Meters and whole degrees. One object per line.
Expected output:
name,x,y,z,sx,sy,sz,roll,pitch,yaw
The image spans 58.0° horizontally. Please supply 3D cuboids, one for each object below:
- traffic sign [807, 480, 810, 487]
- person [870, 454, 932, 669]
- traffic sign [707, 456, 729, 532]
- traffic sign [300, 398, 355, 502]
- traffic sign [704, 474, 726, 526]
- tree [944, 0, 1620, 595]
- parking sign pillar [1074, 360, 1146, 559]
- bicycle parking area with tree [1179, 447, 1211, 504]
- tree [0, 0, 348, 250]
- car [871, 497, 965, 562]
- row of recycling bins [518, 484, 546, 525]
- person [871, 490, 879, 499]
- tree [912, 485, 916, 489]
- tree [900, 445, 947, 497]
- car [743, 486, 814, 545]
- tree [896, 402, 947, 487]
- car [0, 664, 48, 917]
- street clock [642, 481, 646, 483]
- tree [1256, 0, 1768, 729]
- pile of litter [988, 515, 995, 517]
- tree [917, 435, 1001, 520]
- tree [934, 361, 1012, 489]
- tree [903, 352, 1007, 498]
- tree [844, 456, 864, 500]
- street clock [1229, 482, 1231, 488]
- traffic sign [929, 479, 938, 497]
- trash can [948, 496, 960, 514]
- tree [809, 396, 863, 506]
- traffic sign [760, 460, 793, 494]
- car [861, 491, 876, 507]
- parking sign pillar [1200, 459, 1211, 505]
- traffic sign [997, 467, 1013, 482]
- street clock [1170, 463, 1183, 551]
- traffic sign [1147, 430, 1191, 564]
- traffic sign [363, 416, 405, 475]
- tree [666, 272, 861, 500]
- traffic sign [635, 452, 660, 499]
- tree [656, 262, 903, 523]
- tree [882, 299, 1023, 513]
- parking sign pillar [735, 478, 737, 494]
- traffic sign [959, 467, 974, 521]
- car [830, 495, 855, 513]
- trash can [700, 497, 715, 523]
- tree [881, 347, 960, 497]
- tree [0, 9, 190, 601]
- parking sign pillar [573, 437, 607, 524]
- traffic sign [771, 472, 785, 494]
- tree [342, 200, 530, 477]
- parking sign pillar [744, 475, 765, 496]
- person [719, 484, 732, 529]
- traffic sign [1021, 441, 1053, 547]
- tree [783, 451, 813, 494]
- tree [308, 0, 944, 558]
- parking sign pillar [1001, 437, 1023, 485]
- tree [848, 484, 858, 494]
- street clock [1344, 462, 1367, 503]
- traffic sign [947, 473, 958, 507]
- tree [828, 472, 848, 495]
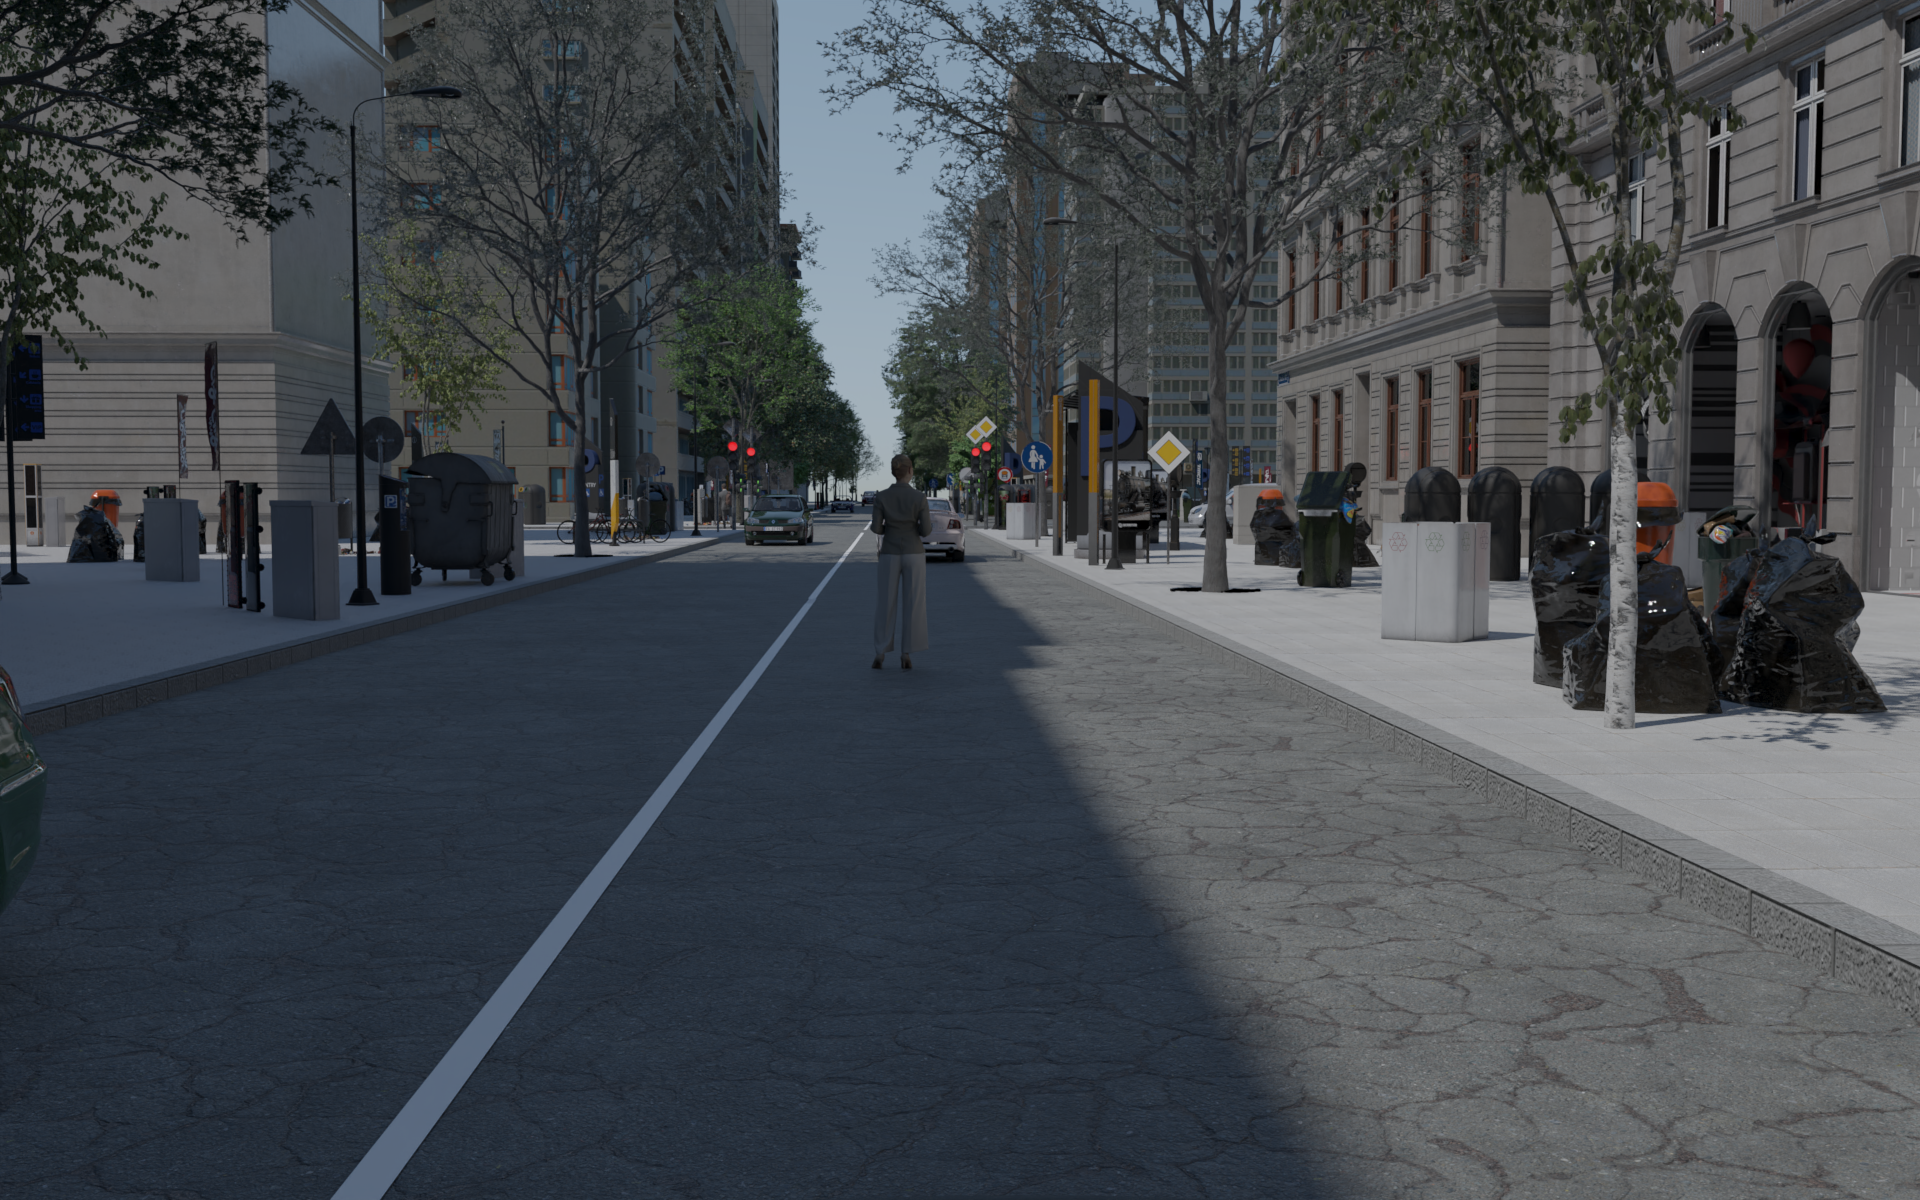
traffic sign,-12.353,-8.474,138.657,0.768,2.556,0.104,0,4,-1
person,-0.473,-0.316,14.222,0.519,1.759,0.362,0,4,6
traffic sign,-8.149,-3.556,58.252,0.768,2.556,0.104,0,4,7
traffic sign,-8.514,-1.437,23.494,0.884,2.594,0.081,0,4,4
traffic sign,-9.813,-4.249,69.470,0.884,2.594,0.081,0,4,3
tree,3.384,-6.838,22.166,12.009,13.543,11.850,0,3,0
parking sign pillar,2.999,-2.818,34.543,1.447,3.967,1.447,0,4,7
bicycle parking area with tree,12.578,-7.324,106.749,8.231,4.147,9.016,2,4,25
tree,-7.914,-4.747,12.023,7.601,10.594,8.767,0,4,-3
car,-0.900,-1.572,38.060,2.083,1.381,4.827,0,4,-3
row of recycling bins,-18.078,-4.048,73.297,1.069,1.692,3.534,-1,4,-19
person,-8.493,-10.373,177.726,1.348,1.869,0.705,-3,4,-36
tree,-2.521,-12.299,184.794,4.285,4.588,4.351,0,3,0
tree,-3.903,-19.170,230.429,9.611,12.733,9.660,0,3,0
car,-5.150,-2.430,49.519,2.009,1.686,4.222,0,4,-1
tree,-2.819,-15.633,173.725,7.486,12.596,7.792,0,3,0
car,-3.437,0.542,2.942,2.131,1.459,4.920,0,4,-2
street clock,-16.845,-5.414,93.091,0.471,2.002,0.358,2,4,32
tree,3.386,-3.602,9.249,4.360,8.622,3.978,0,3,0
pile of litter,1.813,-5.172,98.522,1.176,0.858,1.719,-2,4,-24
tree,0.864,-6.313,86.938,4.285,4.588,4.351,0,3,0
tree,0.915,-8.912,96.076,4.737,8.622,4.395,0,3,0
tree,-0.158,-12.173,124.782,9.928,11.665,9.643,0,3,0
tree,-18.001,-20.568,286.656,4.360,8.622,3.978,0,3,0
street clock,14.846,-5.635,96.694,0.471,2.002,0.358,-1,4,-8
traffic sign,-2.220,-8.887,145.402,0.768,2.556,0.104,0,4,-1
trash can,-0.398,-5.939,108.753,0.748,1.137,0.748,0,3,0
tree,-14.091,-16.510,188.062,7.486,12.596,7.792,0,3,0
traffic sign,-10.805,-6.526,100.574,2.265,3.308,0.079,0,4,3
car,-10.198,-11.559,197.654,2.281,1.827,5.304,0,4,-2
parking sign pillar,18.943,-8.810,132.511,1.447,3.967,1.447,-2,4,-32
traffic sign,2.075,-4.924,80.610,0.768,2.556,0.104,0,4,1
street clock,4.862,-2.116,39.163,0.358,2.002,0.471,2,4,24
traffic sign,3.792,-1.855,31.511,0.795,2.450,0.064,0,4,5
traffic sign,-9.465,-1.728,28.354,0.768,2.556,0.104,0,4,6
tree,-10.513,-10.550,89.501,9.611,12.733,9.660,0,3,0
traffic sign,-9.533,-3.227,52.869,0.768,2.556,0.104,0,4,2
tree,-9.566,-9.190,76.015,9.928,11.665,9.643,0,3,0
tree,-0.166,-12.515,111.272,9.857,13.997,8.962,0,3,0
parking sign pillar,-18.212,-9.496,143.724,1.447,3.967,1.447,1,4,19
traffic sign,0.337,-5.041,82.528,0.768,2.556,0.104,0,3,0
car,-9.027,-7.388,133.375,1.945,1.354,3.894,0,4,-2
trash can,-10.811,-3.840,74.440,0.748,1.137,0.748,0,3,0
tree,-2.833,-21.516,207.672,12.611,20.169,13.585,0,3,0
tree,-11.636,-4.310,20.836,4.737,8.622,4.395,0,3,0
parking sign pillar,-15.971,-5.266,74.566,1.447,3.967,1.447,2,4,26
traffic sign,-10.266,-5.965,97.632,0.768,2.556,0.104,0,4,0
tree,-12.843,-5.646,42.667,4.737,8.622,4.395,0,3,0
parking sign pillar,-16.218,-9.228,139.342,1.447,3.967,1.447,-3,5,-41
person,-8.934,-3.522,66.052,0.622,1.834,0.822,-1,4,-17
traffic sign,1.864,-2.556,41.895,0.768,2.556,0.104,0,4,4
tree,-14.250,-9.791,143.788,4.285,4.588,4.351,0,3,0
tree,-7.820,-7.613,34.851,12.009,13.543,11.850,0,3,0
parking sign pillar,2.461,-5.713,81.877,1.447,3.967,1.447,3,4,36
tree,-18.143,-18.280,293.479,1.663,3.219,1.824,0,3,0
street clock,9.023,-2.141,39.576,0.471,2.002,0.358,-1,4,-20
traffic sign,-0.424,-6.386,104.517,0.768,2.556,0.104,0,4,-1
tree,-15.050,-16.252,216.088,4.737,8.622,4.395,0,3,0
